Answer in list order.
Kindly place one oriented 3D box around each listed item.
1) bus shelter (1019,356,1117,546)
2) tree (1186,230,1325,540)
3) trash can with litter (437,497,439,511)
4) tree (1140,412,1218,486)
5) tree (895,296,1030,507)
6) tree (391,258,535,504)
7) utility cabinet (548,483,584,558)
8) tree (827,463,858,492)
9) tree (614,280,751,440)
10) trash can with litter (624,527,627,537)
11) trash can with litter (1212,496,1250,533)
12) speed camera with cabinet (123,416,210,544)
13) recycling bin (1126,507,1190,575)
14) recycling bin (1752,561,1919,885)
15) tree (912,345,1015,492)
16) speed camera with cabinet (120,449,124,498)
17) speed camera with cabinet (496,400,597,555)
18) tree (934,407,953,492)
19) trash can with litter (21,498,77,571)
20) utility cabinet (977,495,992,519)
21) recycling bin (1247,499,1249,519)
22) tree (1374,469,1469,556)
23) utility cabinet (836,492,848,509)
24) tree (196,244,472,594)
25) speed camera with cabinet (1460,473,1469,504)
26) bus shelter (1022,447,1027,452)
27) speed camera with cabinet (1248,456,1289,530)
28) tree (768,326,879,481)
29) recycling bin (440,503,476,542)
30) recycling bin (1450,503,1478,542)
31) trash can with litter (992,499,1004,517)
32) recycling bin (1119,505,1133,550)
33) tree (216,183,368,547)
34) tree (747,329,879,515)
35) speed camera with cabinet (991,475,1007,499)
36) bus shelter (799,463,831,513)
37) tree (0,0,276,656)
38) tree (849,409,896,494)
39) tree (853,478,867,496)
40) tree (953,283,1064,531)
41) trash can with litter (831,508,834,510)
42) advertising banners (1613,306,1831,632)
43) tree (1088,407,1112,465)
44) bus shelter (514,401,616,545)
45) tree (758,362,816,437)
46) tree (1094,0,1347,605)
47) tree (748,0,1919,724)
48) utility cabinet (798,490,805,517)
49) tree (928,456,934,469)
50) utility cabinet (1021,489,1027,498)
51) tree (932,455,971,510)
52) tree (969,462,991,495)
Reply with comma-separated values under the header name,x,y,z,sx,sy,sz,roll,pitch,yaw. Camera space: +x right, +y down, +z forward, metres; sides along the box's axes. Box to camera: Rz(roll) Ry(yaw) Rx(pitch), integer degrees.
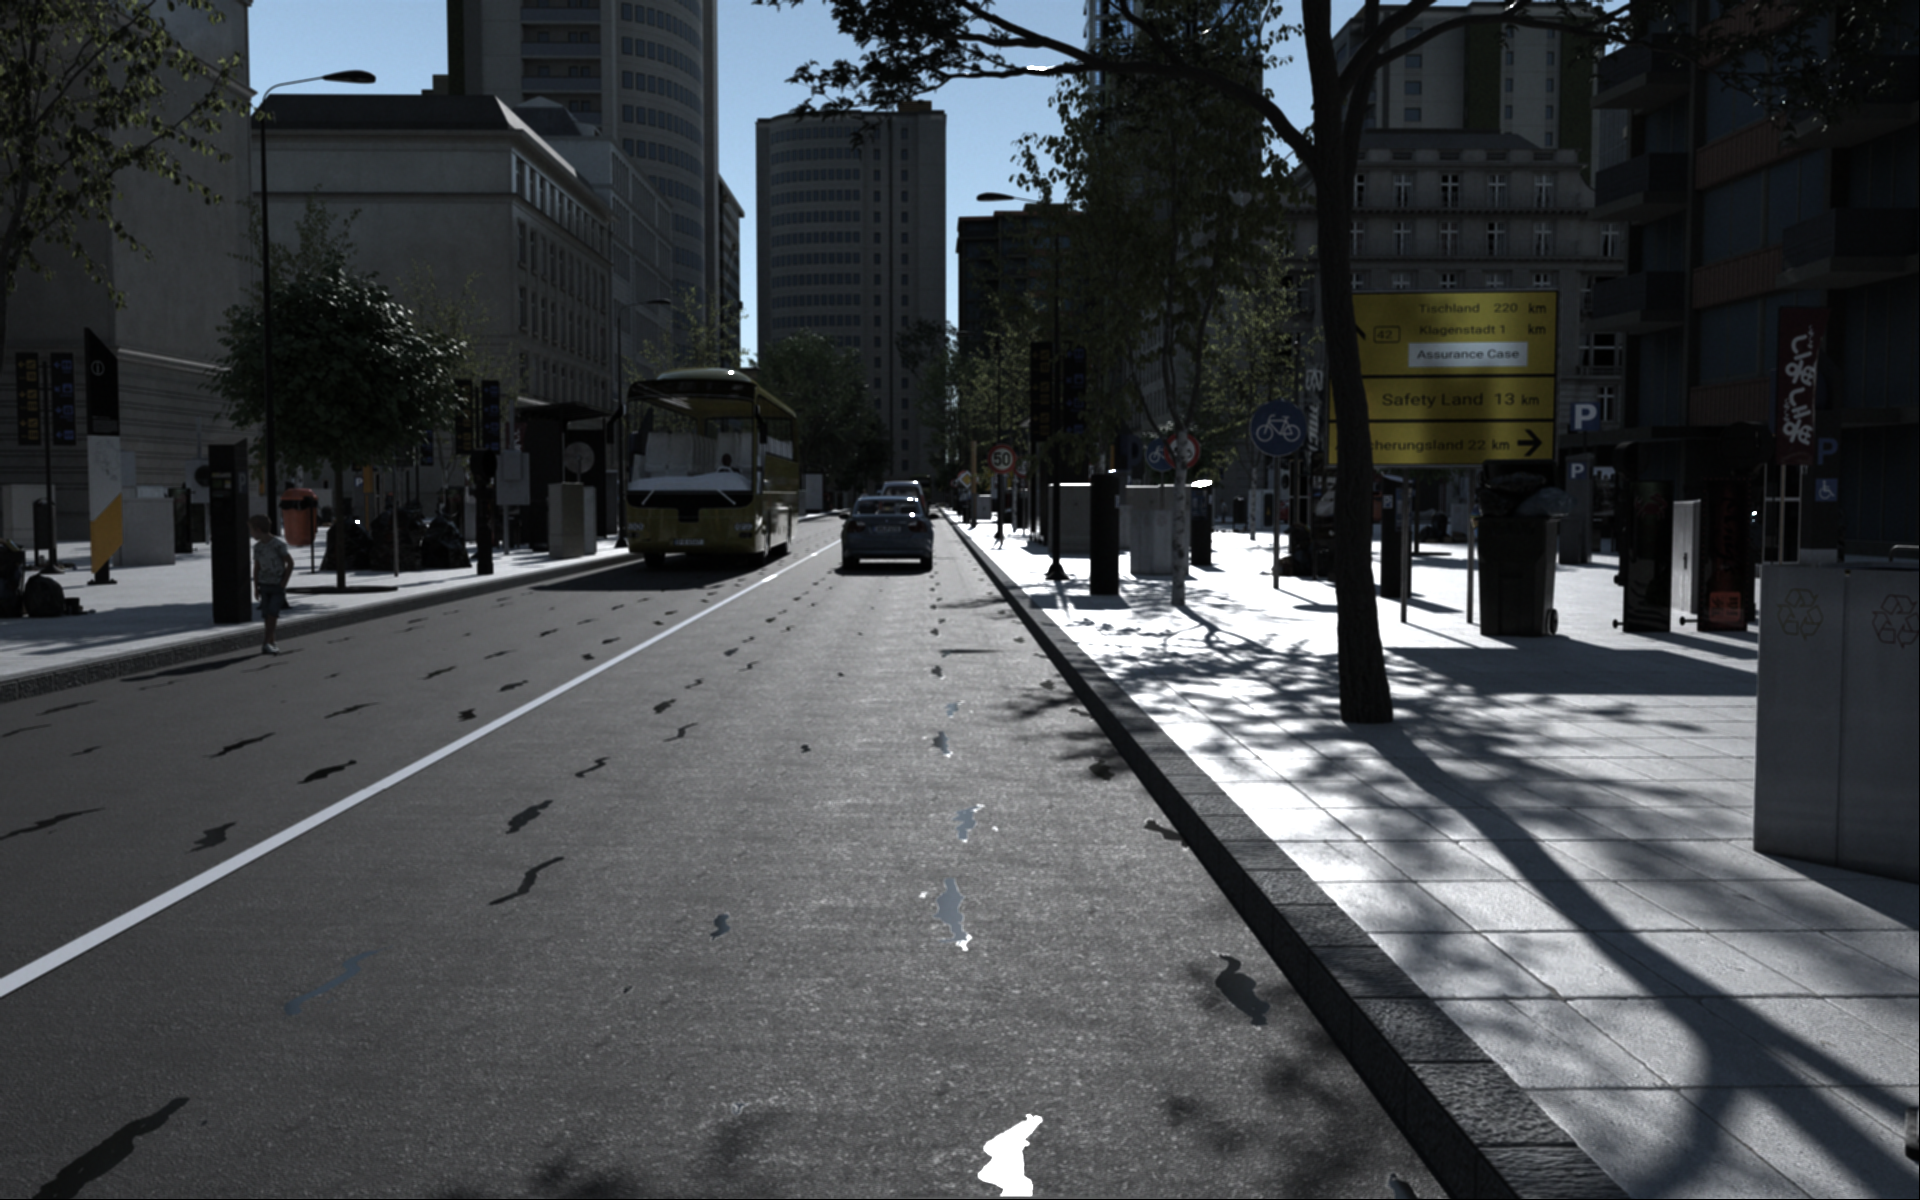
name,x,y,z,sx,sy,sz,roll,pitch,yaw
bus shelter,2.765,-4.230,46.786,2.179,5.291,8.768,0,4,-1
tree,8.163,-5.976,48.073,4.360,8.622,3.978,0,3,0
trash can with litter,-23.561,-4.169,79.557,1.055,1.170,0.624,3,5,41
tree,8.627,-5.242,69.428,4.285,4.588,4.351,0,3,0
tree,0.517,-18.895,164.825,12.611,20.169,13.585,0,3,0
tree,-16.058,-6.314,53.600,4.360,8.622,3.978,0,3,0
utility cabinet,-7.885,-1.588,34.649,0.318,1.500,1.173,0,4,8
tree,-11.561,-11.376,169.712,4.285,4.588,4.351,0,3,0
tree,-9.166,-6.660,59.248,4.360,8.622,3.978,0,3,0
trash can with litter,-9.582,-2.451,51.464,1.055,1.170,0.624,-1,4,-12
trash can with litter,8.946,-2.853,57.700,2.233,1.210,1.678,-2,4,-24
speed camera with cabinet,-19.688,-2.999,43.377,2.038,3.252,0.660,-3,5,-41
recycling bin,3.194,-0.927,27.716,0.722,1.027,0.722,-2,4,-25
recycling bin,3.323,0.396,6.078,0.722,1.027,0.722,-2,4,-29
tree,0.230,-11.994,121.857,9.928,11.665,9.643,0,3,0
speed camera with cabinet,-29.718,-4.080,61.049,0.660,3.252,2.038,3,5,42
speed camera with cabinet,-8.753,-2.588,36.653,2.038,3.252,0.660,-1,4,-13
tree,0.927,-9.985,113.616,4.360,8.622,3.978,0,3,0
trash can with litter,-15.835,-1.117,29.323,1.678,1.210,2.233,0,4,5
utility cabinet,1.089,-4.683,87.723,1.020,1.237,0.306,1,4,20
recycling bin,14.943,-4.601,87.779,0.722,1.027,0.722,-1,4,-21
tree,9.754,-3.233,36.574,4.285,4.588,4.351,0,3,0
utility cabinet,-10.257,-8.643,149.999,0.318,1.500,1.173,3,5,43
tree,-8.279,-2.391,22.804,4.285,4.588,4.351,0,3,0
speed camera with cabinet,33.518,-7.456,116.240,0.660,3.252,2.038,-2,4,-28
bus shelter,4.138,-5.957,88.676,1.731,3.624,6.357,0,4,-1
speed camera with cabinet,11.073,-4.135,61.938,0.660,3.252,2.038,3,4,39
tree,-10.823,-13.696,130.587,9.857,13.997,8.962,0,3,0
recycling bin,-13.518,-2.089,46.703,0.722,1.027,0.722,2,4,30
recycling bin,13.657,-2.090,46.723,0.722,1.027,0.722,2,4,25
trash can with litter,3.093,-5.474,100.560,2.233,1.210,1.678,1,4,21
recycling bin,3.531,-1.694,40.244,0.722,1.027,0.722,3,5,41
tree,-15.940,-5.590,41.756,4.737,8.622,4.395,0,3,0
tree,-9.915,-11.142,107.924,9.928,11.665,9.643,0,3,0
speed camera with cabinet,2.361,-5.610,86.063,0.660,3.252,2.038,3,5,40
bus shelter,-9.883,-7.547,117.311,2.014,3.302,5.546,0,4,-1
tree,-7.699,-3.873,13.690,4.360,8.622,3.978,0,3,0
tree,-11.954,-18.937,227.739,7.486,12.596,7.792,0,3,0
tree,-11.719,-12.944,206.243,1.663,3.219,1.824,0,3,0
tree,1.898,-6.759,60.876,4.360,8.622,3.978,0,3,0
trash can with litter,-10.811,-7.737,137.553,2.233,1.210,1.678,3,4,39
advertising banners,7.102,-1.219,16.112,2.074,3.025,0.090,0,4,-8
tree,10.799,-11.701,141.675,4.360,8.622,3.978,0,3,0
bus shelter,-10.669,-3.409,47.025,1.731,3.624,6.357,0,4,-1
tree,-10.148,-8.903,95.921,4.737,8.622,4.395,0,3,0
tree,2.524,-4.262,20.046,4.737,8.622,4.395,0,3,0
tree,2.020,-4.604,9.683,7.601,10.594,8.767,2,4,32
utility cabinet,-9.115,-5.418,97.268,0.318,1.500,1.173,2,4,28
tree,-1.623,-16.463,219.534,4.360,8.622,3.978,0,3,0
utility cabinet,3.395,-4.358,79.930,1.173,1.500,0.318,-2,4,-33
tree,-0.346,-9.722,142.661,4.285,4.588,4.351,0,3,0
tree,1.191,-6.722,104.504,1.663,3.219,1.824,0,3,0
